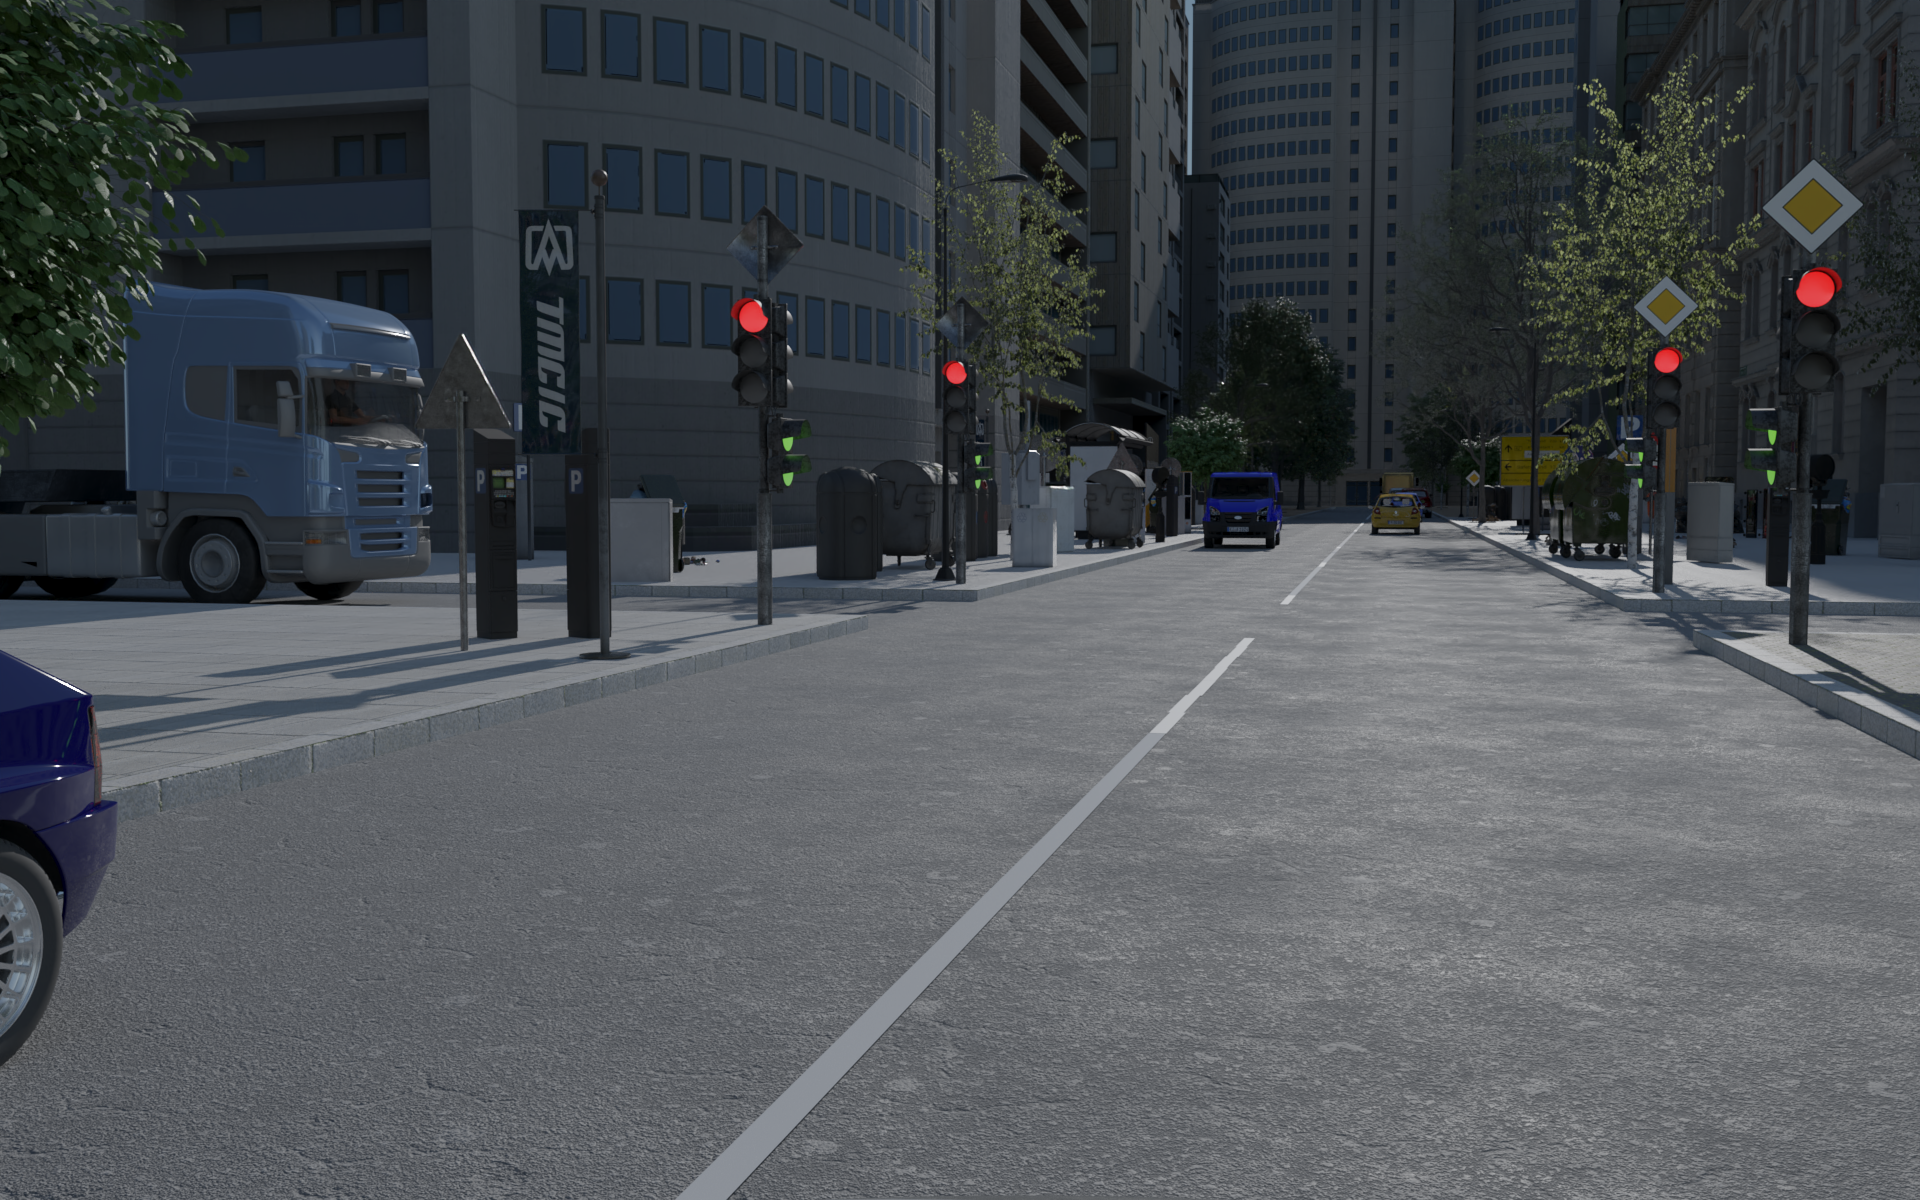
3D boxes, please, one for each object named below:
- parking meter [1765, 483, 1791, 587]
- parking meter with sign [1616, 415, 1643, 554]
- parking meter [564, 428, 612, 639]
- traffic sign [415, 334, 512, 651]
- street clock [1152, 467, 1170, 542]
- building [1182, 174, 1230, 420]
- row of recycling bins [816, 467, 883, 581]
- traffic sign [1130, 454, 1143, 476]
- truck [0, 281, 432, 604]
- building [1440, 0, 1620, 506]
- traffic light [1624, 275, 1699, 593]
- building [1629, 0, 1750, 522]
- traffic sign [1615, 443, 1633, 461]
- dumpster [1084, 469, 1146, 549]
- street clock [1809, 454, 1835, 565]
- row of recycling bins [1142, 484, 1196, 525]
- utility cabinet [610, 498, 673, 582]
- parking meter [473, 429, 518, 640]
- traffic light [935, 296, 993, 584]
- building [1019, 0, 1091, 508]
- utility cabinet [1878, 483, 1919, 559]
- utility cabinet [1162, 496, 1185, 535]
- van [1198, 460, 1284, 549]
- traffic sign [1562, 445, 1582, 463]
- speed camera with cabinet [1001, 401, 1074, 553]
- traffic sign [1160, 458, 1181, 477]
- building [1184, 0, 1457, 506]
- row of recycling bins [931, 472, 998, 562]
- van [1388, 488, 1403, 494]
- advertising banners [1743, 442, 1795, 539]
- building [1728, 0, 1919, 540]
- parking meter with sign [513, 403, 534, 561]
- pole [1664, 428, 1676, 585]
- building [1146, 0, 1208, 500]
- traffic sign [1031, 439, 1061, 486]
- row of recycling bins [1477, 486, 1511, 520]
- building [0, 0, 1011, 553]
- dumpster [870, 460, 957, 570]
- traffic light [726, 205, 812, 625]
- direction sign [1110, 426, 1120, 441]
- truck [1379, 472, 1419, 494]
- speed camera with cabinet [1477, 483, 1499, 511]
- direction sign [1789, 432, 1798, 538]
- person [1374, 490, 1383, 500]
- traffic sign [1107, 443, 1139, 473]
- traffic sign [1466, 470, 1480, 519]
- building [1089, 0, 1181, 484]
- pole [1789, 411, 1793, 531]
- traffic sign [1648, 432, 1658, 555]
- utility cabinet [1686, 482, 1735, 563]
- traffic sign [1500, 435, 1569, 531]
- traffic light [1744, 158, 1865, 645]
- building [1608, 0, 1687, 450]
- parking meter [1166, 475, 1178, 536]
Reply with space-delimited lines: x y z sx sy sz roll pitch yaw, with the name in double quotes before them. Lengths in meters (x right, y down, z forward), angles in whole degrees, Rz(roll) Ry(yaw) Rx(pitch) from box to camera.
"parking meter" 11.364 -1.122 24.053 0.255 1.863 0.399 1 4 19
"parking meter with sign" 14.576 -2.530 37.623 0.543 3.016 1.738 1 4 17
"parking meter" -3.331 -0.599 15.502 0.399 1.863 0.255 3 5 44
"traffic sign" -4.060 -0.863 14.116 0.884 2.594 0.081 1 4 16
"street clock" 5.324 -2.535 46.022 0.471 2.002 0.358 -3 5 -41
"building" 17.561 -23.747 159.972 14.107 30.474 14.160 1 4 14
"row of recycling bins" -1.749 -1.240 27.386 1.069 1.692 3.534 0 4 0
"traffic sign" 5.485 -3.399 55.688 0.768 2.556 0.104 1 4 20
"truck" -15.638 -2.110 24.261 18.799 4.110 2.967 1 4 16
"building" 68.152 -39.580 189.136 28.212 58.520 21.231 1 4 14
"traffic light" 9.070 -2.049 22.428 0.839 4.253 0.868 1 4 14
"building" 38.790 -17.268 79.587 12.463 27.353 25.104 1 4 14
"traffic sign" 14.906 -2.314 39.019 0.795 2.450 0.064 1 4 17
"dumpster" 3.646 -2.148 40.872 1.264 1.857 1.865 1 4 14
"street clock" 15.649 -1.650 31.547 0.471 2.002 0.358 -1 4 -19
"row of recycling bins" 8.007 -3.961 71.878 3.534 1.692 1.069 1 4 12
"utility cabinet" -4.744 -0.872 25.418 1.020 1.237 0.306 0 4 -1
"parking meter" -4.127 -0.592 15.398 0.255 1.863 0.399 -3 4 -39
"traffic light" 0.030 -2.186 24.655 0.839 4.253 0.868 1 4 14
"building" -5.589 -28.450 88.867 21.300 48.544 21.600 1 4 14
"utility cabinet" 18.654 -1.568 34.313 0.318 1.500 1.173 0 4 0
"utility cabinet" 6.727 -2.673 54.865 0.306 1.237 1.020 3 5 40
"van" 7.766 -2.629 47.376 2.240 2.365 5.245 1 4 13
"traffic sign" 15.973 -2.736 44.841 0.768 2.556 0.104 1 4 19
"speed camera with cabinet" 1.695 -2.635 37.413 0.660 3.252 2.038 3 4 37
"traffic sign" 7.328 -3.689 60.426 0.768 2.556 0.104 1 4 21
"building" 40.770 -40.043 196.707 28.212 58.520 21.231 1 4 14
"row of recycling bins" 0.071 -1.674 34.486 1.069 1.692 3.534 1 4 10
"van" 29.949 -6.801 118.214 2.013 2.044 4.112 1 4 13
"advertising banners" 23.255 -3.277 49.768 0.090 3.025 2.074 -1 4 -12
"building" 33.907 -16.393 55.408 14.401 28.519 23.554 1 4 14
"parking meter with sign" -8.636 -2.310 34.033 0.543 3.016 1.738 -2 4 -25
"pole" 10.024 -1.876 24.510 0.158 3.312 0.155 0 3 0
"building" 9.349 -42.782 137.744 20.563 71.187 20.611 1 4 14
"traffic sign" 1.932 -2.433 39.889 0.768 2.556 0.104 1 4 16
"row of recycling bins" 26.583 -4.765 85.023 3.534 1.692 1.069 -3 5 -44
"building" -11.400 -31.091 50.335 21.231 58.520 28.212 1 4 14
"dumpster" -0.829 -1.483 30.004 1.264 1.857 1.865 1 4 14
"traffic light" -1.901 -1.712 16.906 0.839 4.253 0.868 1 4 14
"direction sign" 5.165 -4.020 57.726 0.379 3.537 0.876 -1 4 -16
"truck" 38.624 -9.584 152.625 3.469 3.379 9.791 1 4 15
"speed camera with cabinet" 29.033 -6.095 93.996 2.038 3.252 0.660 -2 4 -29
"direction sign" 24.255 -3.556 50.141 0.379 3.537 0.876 1 4 15
"person" 34.940 -8.240 143.938 1.217 1.736 0.721 -1 4 -18
"traffic sign" 4.087 -2.680 43.829 0.884 2.594 0.081 1 4 20
"traffic sign" 24.619 -5.002 82.975 0.795 2.450 0.064 1 4 18
"building" 0.044 -32.198 115.672 28.713 52.752 27.495 1 4 14
"pole" 20.347 -2.984 42.632 0.158 3.312 0.155 0 3 0
"traffic sign" 14.607 -2.238 36.588 0.884 2.594 0.081 1 4 14
"utility cabinet" 14.040 -1.451 32.397 0.318 1.500 1.173 0 4 -4
"traffic sign" 19.858 -4.041 59.939 2.265 3.308 0.079 1 4 14
"traffic light" 7.139 -1.575 14.679 0.839 4.253 0.868 1 4 14
"building" 44.719 -20.061 99.697 14.160 30.474 14.107 1 4 14
"parking meter" 6.437 -2.864 52.533 0.255 1.863 0.399 2 4 30
